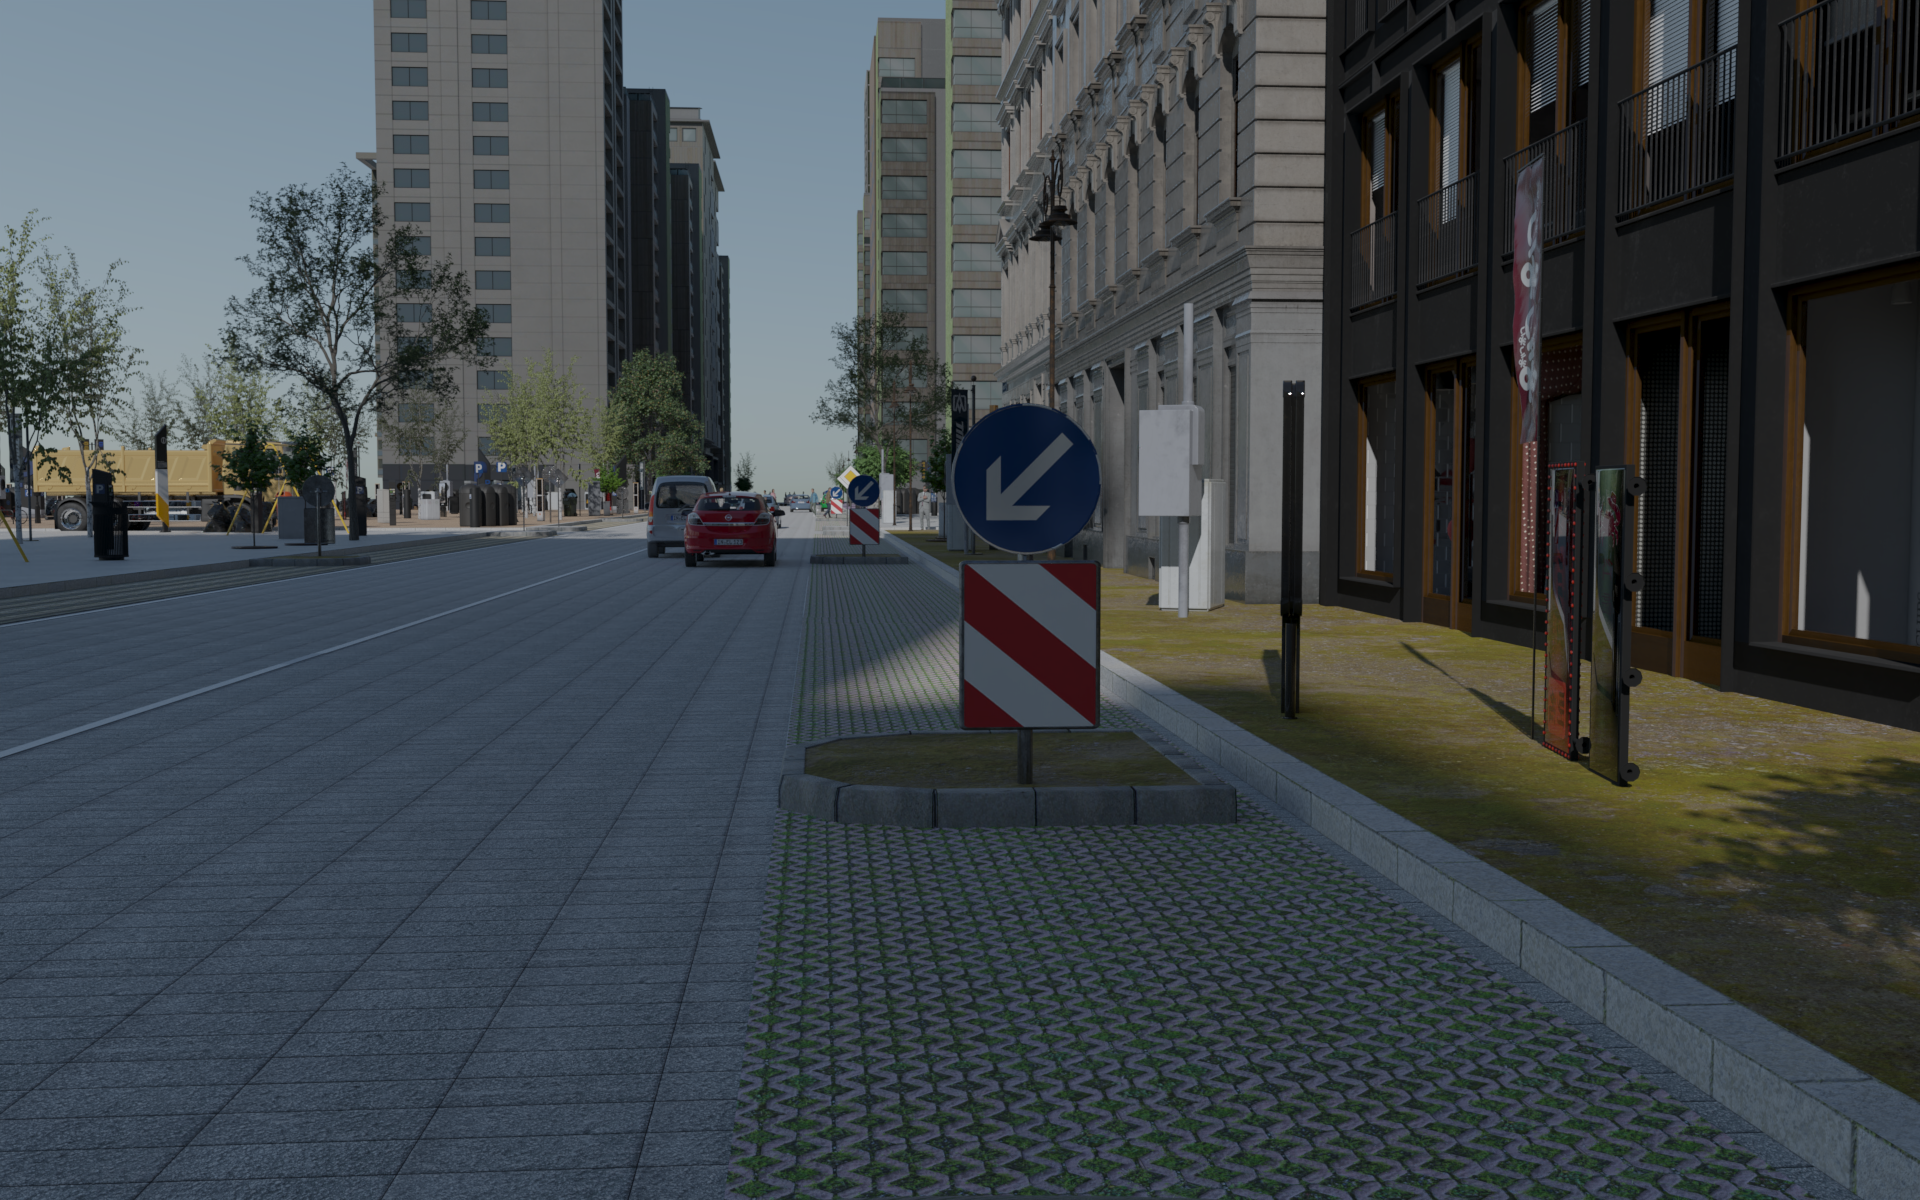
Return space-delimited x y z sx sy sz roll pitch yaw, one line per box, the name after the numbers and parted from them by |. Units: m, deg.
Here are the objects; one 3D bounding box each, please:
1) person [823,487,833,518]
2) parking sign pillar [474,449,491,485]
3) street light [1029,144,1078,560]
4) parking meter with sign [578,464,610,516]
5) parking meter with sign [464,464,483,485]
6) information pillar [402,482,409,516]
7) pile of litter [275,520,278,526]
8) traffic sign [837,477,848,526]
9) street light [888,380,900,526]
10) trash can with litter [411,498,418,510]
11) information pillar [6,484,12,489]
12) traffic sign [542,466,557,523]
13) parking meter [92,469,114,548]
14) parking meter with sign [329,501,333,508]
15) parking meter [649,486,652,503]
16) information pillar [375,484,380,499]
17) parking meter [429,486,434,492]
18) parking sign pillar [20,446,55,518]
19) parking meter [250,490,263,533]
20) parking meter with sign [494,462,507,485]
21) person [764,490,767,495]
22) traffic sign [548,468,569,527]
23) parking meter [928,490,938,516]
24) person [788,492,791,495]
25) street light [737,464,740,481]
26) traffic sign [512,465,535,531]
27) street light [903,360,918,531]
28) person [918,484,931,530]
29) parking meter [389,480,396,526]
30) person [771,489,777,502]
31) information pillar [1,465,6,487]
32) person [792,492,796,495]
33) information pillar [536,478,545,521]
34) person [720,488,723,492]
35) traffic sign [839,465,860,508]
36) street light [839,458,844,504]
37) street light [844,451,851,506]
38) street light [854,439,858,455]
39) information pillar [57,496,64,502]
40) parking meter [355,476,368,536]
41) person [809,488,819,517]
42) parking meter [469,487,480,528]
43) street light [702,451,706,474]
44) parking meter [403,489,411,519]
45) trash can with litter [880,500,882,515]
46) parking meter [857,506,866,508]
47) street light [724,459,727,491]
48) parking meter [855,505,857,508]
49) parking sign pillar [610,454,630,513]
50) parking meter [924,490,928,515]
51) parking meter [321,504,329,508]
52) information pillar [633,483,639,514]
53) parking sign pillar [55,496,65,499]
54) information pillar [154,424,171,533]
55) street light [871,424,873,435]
-7.876 -5.831 103.746 0.656 1.842 0.836 3 5 39 | person
-28.300 -6.983 102.641 1.447 3.967 1.447 -3 5 -42 | parking sign pillar
1.244 -3.095 23.398 0.468 5.910 1.993 0 4 -5 | street light
-21.127 -6.349 100.070 1.738 3.016 0.543 -1 4 -16 | parking meter with sign
-28.197 -6.335 99.842 1.738 3.016 0.543 3 5 43 | parking meter with sign
-32.957 -6.029 103.061 0.304 2.012 0.304 -3 5 -42 | information pillar
-28.729 -3.737 75.068 1.719 0.858 1.176 -2 4 -28 | pile of litter
-4.463 -3.966 68.489 0.795 2.450 0.064 0 4 -5 | traffic sign
-2.668 -5.969 70.380 0.468 5.910 1.993 0 4 -5 | street light
-44.504 -7.912 140.743 1.055 1.170 0.624 -1 4 -10 | trash can with litter
-68.643 -7.375 125.077 0.304 2.012 0.304 0 4 -6 | information pillar
-18.364 -4.740 77.610 0.768 2.556 0.104 0 4 3 | traffic sign
-19.793 -2.099 40.026 0.399 1.863 0.255 0 4 -1 | parking meter
-40.069 -6.941 109.749 0.543 3.016 1.738 0 4 -6 | parking meter with sign
-22.403 -7.323 125.441 0.255 1.863 0.399 -1 4 -9 | parking meter
-40.831 -7.153 121.436 0.304 2.012 0.304 -1 4 -11 | information pillar
-35.977 -6.862 117.910 0.255 1.863 0.399 -1 4 -11 | parking meter
-49.172 -6.305 91.560 1.447 3.967 1.447 0 4 1 | parking sign pillar
-23.013 -3.115 56.645 0.255 1.863 0.399 0 4 4 | parking meter
-25.304 -6.047 95.128 0.543 3.016 1.738 -2 4 -24 | parking meter with sign
-18.997 -9.781 168.425 0.705 1.824 1.348 -2 4 -26 | person
-15.672 -3.912 67.601 0.795 2.450 0.064 0 4 -5 | traffic sign
-1.499 -5.676 101.219 0.372 1.533 0.369 0 3 0 | parking meter
-22.907 -13.669 232.899 0.541 1.710 0.530 1 4 11 | person
-33.603 -17.753 263.042 0.468 5.910 1.993 0 4 -5 | street light
-15.025 -3.425 59.642 0.795 2.450 0.064 0 4 -5 | traffic sign
-1.708 -5.318 59.741 0.468 5.910 1.993 0 4 -5 | street light
-1.353 -3.489 65.724 0.511 1.800 0.466 0 3 0 | person
-23.012 -3.946 70.229 0.255 1.863 0.399 -1 4 -17 | parking meter
-13.809 -7.325 128.275 0.388 1.821 0.555 2 4 31 | person
-72.860 -8.590 131.807 0.504 3.616 0.183 1 4 16 | information pillar
-25.799 -15.984 269.865 1.348 1.821 0.705 -2 4 -29 | person
-19.774 -4.721 81.680 0.304 2.012 0.304 0 4 5 | information pillar
-13.561 -5.466 98.219 0.624 1.780 0.694 -1 4 -22 | person
-3.816 -3.479 60.530 0.795 2.450 0.064 0 4 -5 | traffic sign
-15.602 -15.798 231.089 0.468 5.910 1.993 0 4 -5 | street light
-11.787 -12.895 183.613 0.468 5.910 1.993 0 4 -5 | street light
-8.872 -10.715 147.985 0.468 5.910 1.993 0 4 -5 | street light
-55.099 -6.214 106.082 0.304 2.012 0.304 -1 4 -13 | information pillar
-18.401 -2.904 53.186 0.399 1.863 0.255 -1 4 -14 | parking meter
-9.174 -6.119 108.889 0.444 1.785 0.601 -3 5 -44 | person
-18.630 -3.552 66.494 0.372 1.533 0.369 0 3 0 | parking meter
-27.083 -12.844 182.793 0.468 5.910 1.993 0 4 -5 | street light
-28.991 -5.041 90.837 0.372 1.533 0.369 0 3 0 | parking meter
-4.778 -5.651 103.787 1.055 1.170 0.624 0 4 5 | trash can with litter
-7.054 -7.363 126.102 0.255 1.863 0.399 -3 5 -43 | parking meter
-30.781 -15.573 227.406 0.468 5.910 1.993 0 4 -5 | street light
-7.510 -7.422 127.052 0.255 1.863 0.399 -2 4 -24 | parking meter
-23.047 -7.868 117.108 1.447 3.967 1.447 1 4 20 | parking sign pillar
-2.035 -5.854 104.125 0.372 1.533 0.369 0 3 0 | parking meter
-32.355 -4.880 88.197 0.372 1.533 0.369 0 3 0 | parking meter
-20.910 -6.562 111.772 0.304 2.012 0.304 0 4 -7 | information pillar
-65.379 -8.358 125.132 1.447 3.967 1.447 1 4 10 | parking sign pillar
-26.579 -4.057 57.688 0.183 3.616 0.504 1 4 18 | information pillar
-5.418 -8.192 106.729 0.468 5.910 1.993 0 4 -5 | street light
